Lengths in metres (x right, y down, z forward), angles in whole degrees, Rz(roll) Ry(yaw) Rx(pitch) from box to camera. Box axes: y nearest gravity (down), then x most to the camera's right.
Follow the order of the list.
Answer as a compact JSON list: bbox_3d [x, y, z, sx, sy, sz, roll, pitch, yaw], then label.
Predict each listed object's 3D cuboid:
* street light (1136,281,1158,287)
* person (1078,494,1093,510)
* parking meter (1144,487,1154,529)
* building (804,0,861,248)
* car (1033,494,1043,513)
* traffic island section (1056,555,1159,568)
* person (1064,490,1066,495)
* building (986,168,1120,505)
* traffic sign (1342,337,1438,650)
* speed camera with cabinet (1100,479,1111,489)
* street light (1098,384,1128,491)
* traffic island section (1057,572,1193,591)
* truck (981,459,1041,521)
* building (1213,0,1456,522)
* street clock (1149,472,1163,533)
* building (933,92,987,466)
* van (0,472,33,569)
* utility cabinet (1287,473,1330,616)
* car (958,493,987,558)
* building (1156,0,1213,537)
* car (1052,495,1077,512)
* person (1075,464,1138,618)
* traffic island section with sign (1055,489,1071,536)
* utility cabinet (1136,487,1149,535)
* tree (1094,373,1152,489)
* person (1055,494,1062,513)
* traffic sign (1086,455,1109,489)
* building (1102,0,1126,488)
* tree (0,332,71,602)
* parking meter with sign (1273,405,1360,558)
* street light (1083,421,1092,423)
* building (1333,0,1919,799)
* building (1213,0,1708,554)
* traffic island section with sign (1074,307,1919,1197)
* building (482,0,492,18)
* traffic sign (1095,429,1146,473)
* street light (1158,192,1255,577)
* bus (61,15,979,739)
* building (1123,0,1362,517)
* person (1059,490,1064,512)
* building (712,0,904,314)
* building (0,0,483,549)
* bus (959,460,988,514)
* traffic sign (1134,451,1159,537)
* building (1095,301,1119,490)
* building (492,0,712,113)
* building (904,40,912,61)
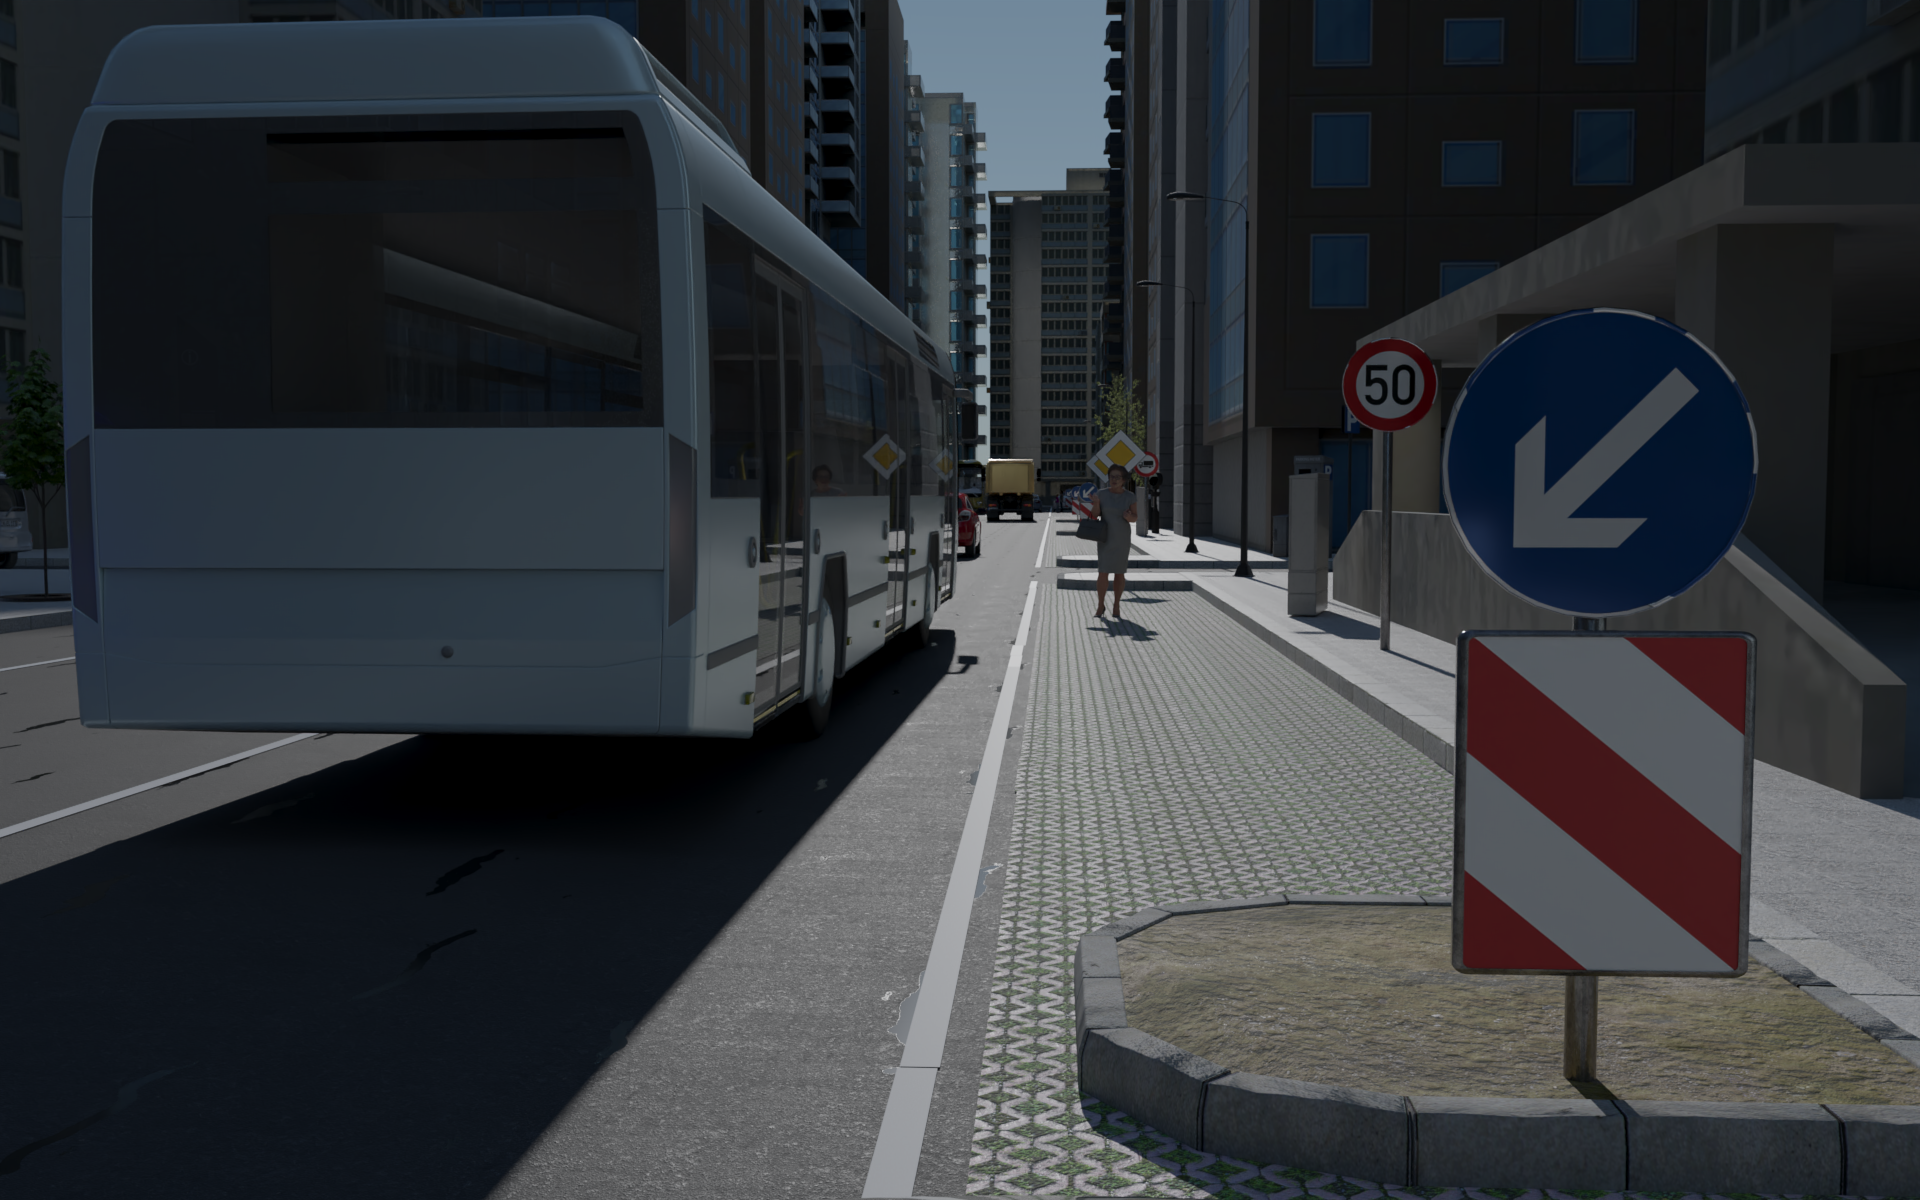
[{"bbox_3d":[4.542,-3.995,37.852,1.470,5.913,1.316,0,4,3],"label":"street light"},{"bbox_3d":[5.518,-4.101,75.908,0.716,1.782,0.532,1,4,16],"label":"person"},{"bbox_3d":[6.863,-3.338,62.995,0.372,1.533,0.369,0,3,0],"label":"parking meter"},{"bbox_3d":[-17.731,-49.678,124.903,22.319,86.520,31.000,0,4,3],"label":"building"},{"bbox_3d":[5.477,-7.480,134.295,2.014,1.417,4.499,0,4,2],"label":"car"},{"bbox_3d":[2.950,-0.775,34.953,2.009,0.180,2.903,0,4,3],"label":"traffic island section"},{"bbox_3d":[9.350,-8.900,154.568,0.434,1.755,0.990,2,4,32],"label":"person"},{"bbox_3d":[15.390,-31.629,209.018,23.993,40.220,32.217,0,4,3],"label":"building"},{"bbox_3d":[3.501,-0.861,14.189,0.768,2.556,0.104,0,4,5],"label":"traffic sign"},{"bbox_3d":[8.926,-6.471,100.140,0.660,3.252,2.038,3,5,40],"label":"speed camera with cabinet"},{"bbox_3d":[6.529,-6.174,73.483,1.470,5.913,1.316,0,4,3],"label":"street light"},{"bbox_3d":[2.514,-0.287,26.980,2.009,0.180,2.903,0,4,3],"label":"traffic island section"},{"bbox_3d":[2.801,-6.113,95.879,3.469,3.379,9.791,0,4,2],"label":"truck"},{"bbox_3d":[17.511,-27.104,93.268,14.600,45.320,14.200,0,4,3],"label":"building"},{"bbox_3d":[6.391,-3.179,56.542,0.358,2.002,0.471,-2,4,-32],"label":"street clock"},{"bbox_3d":[-11.998,-35.896,206.501,30.456,49.044,23.786,0,4,3],"label":"building"},{"bbox_3d":[-19.104,-1.484,31.274,4.112,2.044,2.013,0,4,3],"label":"van"},{"bbox_3d":[3.728,-0.604,18.553,0.318,1.500,1.173,1,4,18],"label":"utility cabinet"},{"bbox_3d":[-0.458,-1.930,40.592,2.155,1.783,4.494,0,4,3],"label":"car"},{"bbox_3d":[17.929,-31.905,63.648,21.231,58.520,28.212,0,4,3],"label":"building"},{"bbox_3d":[8.523,-7.849,140.700,2.083,1.381,4.827,0,4,2],"label":"car"},{"bbox_3d":[1.688,-0.679,19.964,0.716,1.782,0.532,0,4,7],"label":"person"},{"bbox_3d":[4.322,-3.136,59.901,1.989,1.847,2.006,0,4,3],"label":"traffic island section with sign"},{"bbox_3d":[5.663,-2.755,53.724,0.318,1.500,1.173,1,4,11],"label":"utility cabinet"},{"bbox_3d":[9.982,-9.429,104.522,4.360,8.622,3.978,0,3,0],"label":"tree"},{"bbox_3d":[7.478,-7.337,131.678,0.599,1.433,0.991,-2,4,-31],"label":"person"},{"bbox_3d":[2.926,-1.910,34.877,0.795,2.450,0.064,0,4,3],"label":"traffic sign"},{"bbox_3d":[22.775,-29.662,139.602,22.147,44.769,28.867,0,4,3],"label":"building"},{"bbox_3d":[-11.110,-1.603,20.816,1.663,3.219,1.824,0,3,0],"label":"tree"},{"bbox_3d":[7.082,-2.349,34.671,1.738,3.016,0.543,3,5,44],"label":"parking meter with sign"},{"bbox_3d":[8.516,-8.395,109.795,1.470,5.913,1.316,0,4,3],"label":"street light"},{"bbox_3d":[20.247,-19.585,12.094,32.217,40.220,23.993,0,4,3],"label":"building"},{"bbox_3d":[13.700,-23.963,41.898,14.200,45.320,14.600,0,4,3],"label":"building"},{"bbox_3d":[1.300,0.254,4.482,1.989,1.847,2.006,0,4,3],"label":"traffic island section with sign"},{"bbox_3d":[-17.136,-25.953,74.440,14.600,45.320,14.200,0,4,3],"label":"building"},{"bbox_3d":[2.490,-1.423,26.904,0.795,2.450,0.064,0,4,3],"label":"traffic sign"},{"bbox_3d":[3.872,-3.317,26.779,1.470,5.913,1.316,0,4,3],"label":"street light"},{"bbox_3d":[-1.747,-1.131,13.356,2.948,3.499,13.247,0,4,5],"label":"bus"},{"bbox_3d":[18.390,-28.594,117.625,14.600,45.320,14.200,0,4,3],"label":"building"},{"bbox_3d":[7.830,-7.687,134.904,0.721,1.735,1.217,-1,4,-14],"label":"person"},{"bbox_3d":[-12.264,-30.480,148.454,14.600,45.320,14.200,0,4,3],"label":"building"},{"bbox_3d":[-27.254,-21.785,48.061,32.217,40.220,23.993,0,4,3],"label":"building"},{"bbox_3d":[0.717,-8.305,127.334,2.896,3.916,12.252,0,4,3],"label":"bus"},{"bbox_3d":[5.546,-3.152,51.648,0.768,2.556,0.104,0,4,7],"label":"traffic sign"},{"bbox_3d":[27.389,-19.835,169.338,27.650,21.520,28.899,0,4,3],"label":"building"},{"bbox_3d":[-16.618,-27.348,97.254,14.600,45.320,14.200,0,4,3],"label":"building"},{"bbox_3d":[-19.091,-33.948,174.657,30.456,49.044,23.786,0,4,3],"label":"building"}]
